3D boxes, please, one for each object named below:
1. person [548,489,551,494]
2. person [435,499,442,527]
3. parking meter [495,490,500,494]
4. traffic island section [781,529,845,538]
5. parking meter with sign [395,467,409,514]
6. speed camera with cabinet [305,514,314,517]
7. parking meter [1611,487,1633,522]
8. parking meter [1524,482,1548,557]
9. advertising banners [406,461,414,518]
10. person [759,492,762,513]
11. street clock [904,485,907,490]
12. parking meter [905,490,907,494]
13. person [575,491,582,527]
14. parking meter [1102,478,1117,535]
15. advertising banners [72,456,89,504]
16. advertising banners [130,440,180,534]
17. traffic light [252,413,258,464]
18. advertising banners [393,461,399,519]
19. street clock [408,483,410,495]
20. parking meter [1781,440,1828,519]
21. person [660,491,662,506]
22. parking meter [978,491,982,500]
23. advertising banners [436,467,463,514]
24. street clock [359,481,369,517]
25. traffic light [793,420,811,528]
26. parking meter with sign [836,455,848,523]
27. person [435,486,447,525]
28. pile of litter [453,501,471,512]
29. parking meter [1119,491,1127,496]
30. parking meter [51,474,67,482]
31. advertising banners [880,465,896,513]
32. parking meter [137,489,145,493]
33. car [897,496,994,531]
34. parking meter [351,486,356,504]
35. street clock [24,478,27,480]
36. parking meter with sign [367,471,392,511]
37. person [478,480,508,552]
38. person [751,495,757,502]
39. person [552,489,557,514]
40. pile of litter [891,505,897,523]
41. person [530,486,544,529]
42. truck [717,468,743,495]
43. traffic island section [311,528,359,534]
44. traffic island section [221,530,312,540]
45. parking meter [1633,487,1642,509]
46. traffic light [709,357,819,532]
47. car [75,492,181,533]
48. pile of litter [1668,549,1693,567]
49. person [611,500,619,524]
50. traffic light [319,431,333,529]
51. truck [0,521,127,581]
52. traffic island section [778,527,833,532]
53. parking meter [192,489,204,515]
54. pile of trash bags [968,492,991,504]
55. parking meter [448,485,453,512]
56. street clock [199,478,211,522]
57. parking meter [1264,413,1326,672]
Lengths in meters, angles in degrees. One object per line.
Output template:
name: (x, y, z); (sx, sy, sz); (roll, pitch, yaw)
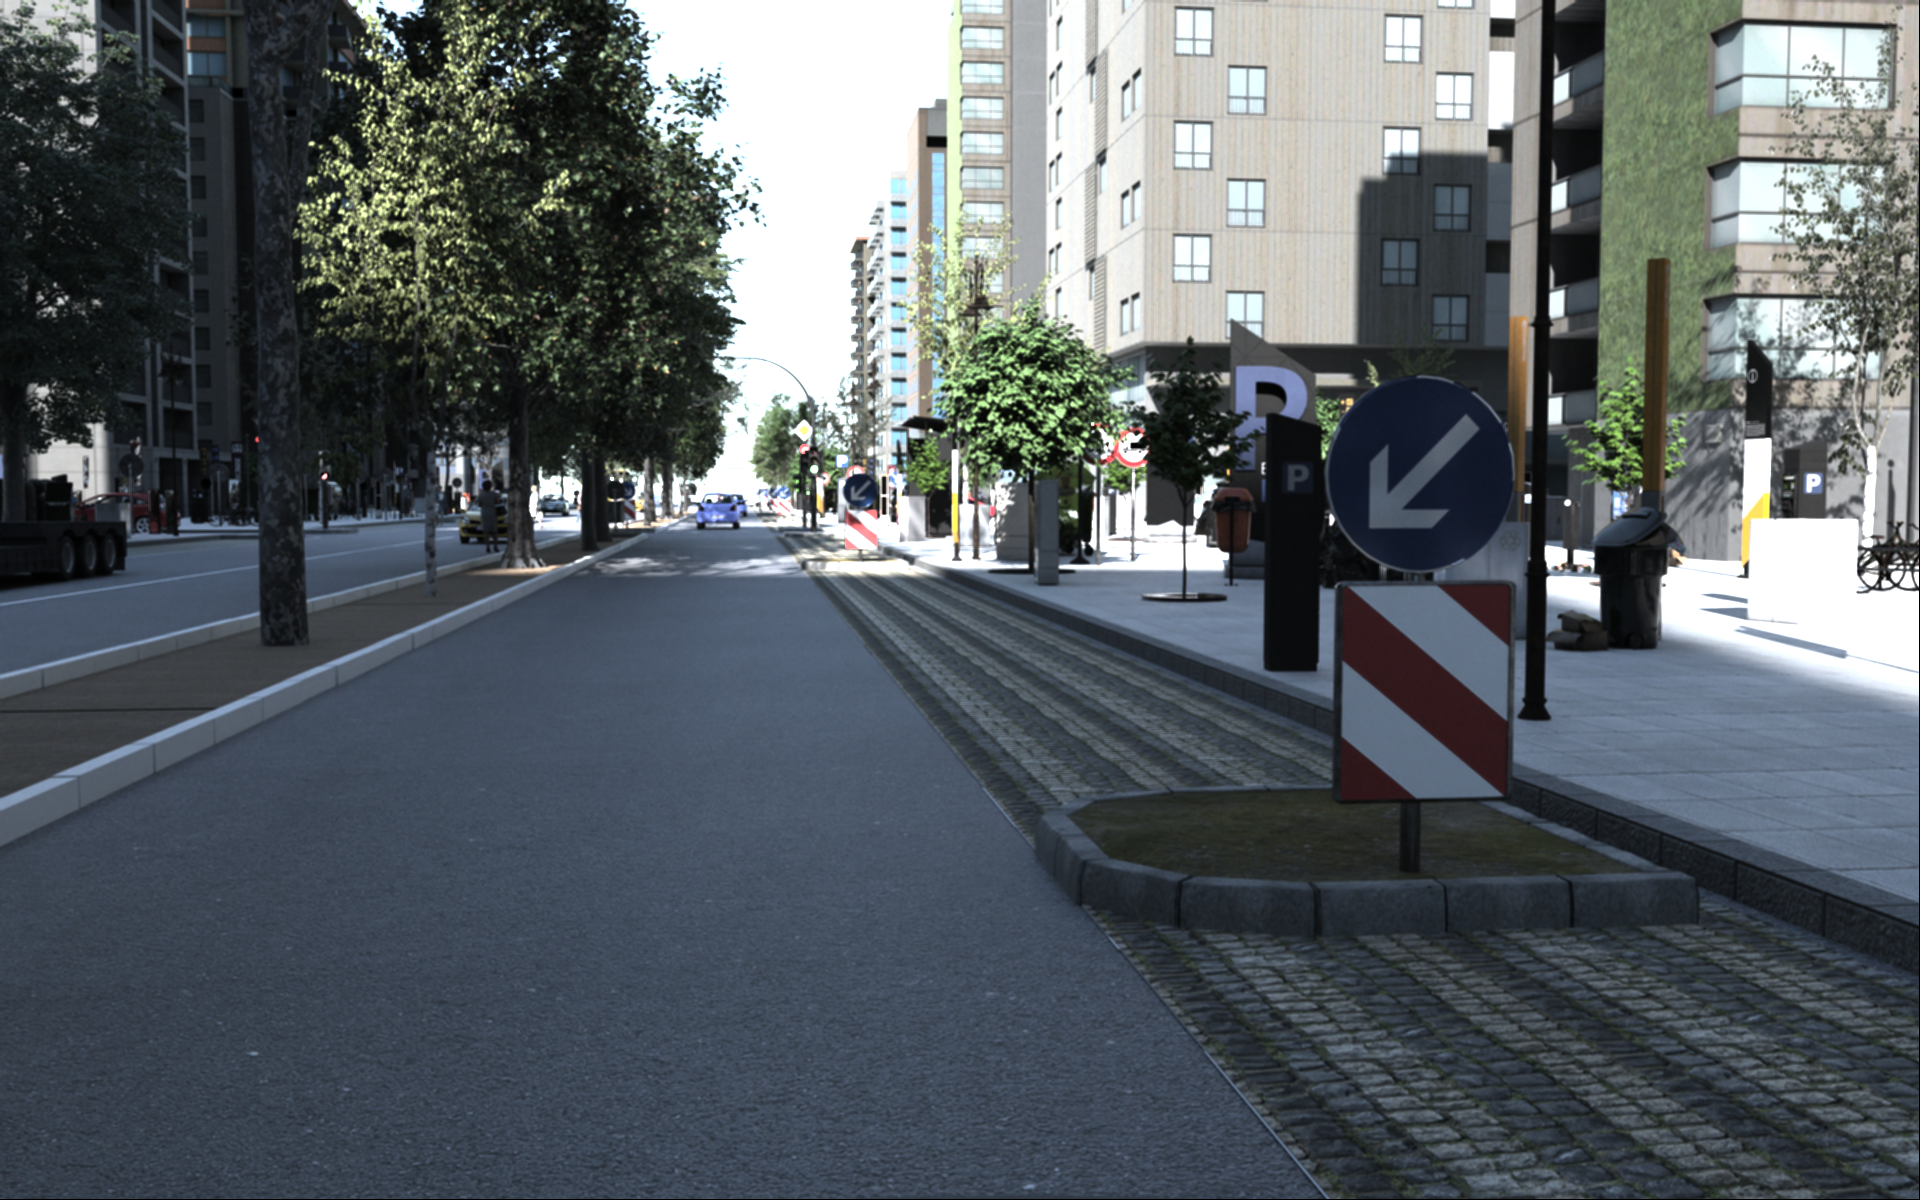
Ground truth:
person: (-30.752, -7.372, 129.306); (0.573, 1.790, 0.520); (-2, 4, -31)
person: (-23.046, -3.844, 76.358); (0.505, 1.210, 0.382); (1, 4, 12)
parking meter: (-32.614, -6.956, 122.136); (0.372, 1.533, 0.369); (0, 3, 0)
traffic island section: (-4.872, -2.181, 57.938); (2.009, 0.180, 2.903); (0, 4, -7)
parking meter with sign: (-35.748, -7.031, 111.224); (0.543, 3.016, 1.738); (-2, 4, -34)
speed camera with cabinet: (-37.004, -6.369, 98.469); (0.660, 3.252, 2.038); (-1, 4, -14)
parking meter: (12.324, -1.460, 32.277); (0.372, 1.533, 0.369); (0, 3, 0)
parking meter: (11.630, -1.639, 35.206); (0.372, 1.533, 0.369); (0, 3, 0)
advertising banners: (-29.453, -5.921, 93.003); (0.090, 3.025, 2.074); (-1, 4, -14)
person: (-14.580, -7.101, 126.412); (0.330, 1.601, 0.589); (0, 4, 2)
street clock: (-4.292, -8.227, 139.089); (0.358, 2.002, 0.471); (2, 4, 29)
parking meter: (-2.855, -5.152, 92.653); (0.372, 1.533, 0.369); (0, 3, 0)
person: (-16.499, -4.067, 75.592); (0.643, 1.750, 0.593); (3, 5, 42)
parking meter: (4.660, -2.953, 53.996); (0.399, 1.863, 0.255); (-1, 4, -16)
advertising banners: (-40.710, -5.126, 79.990); (2.074, 3.025, 0.090); (3, 4, 38)
advertising banners: (-25.930, -3.642, 55.732); (2.074, 3.025, 0.090); (2, 4, 24)
traffic light: (-22.282, -4.078, 55.595); (0.839, 4.253, 0.868); (0, 4, -7)
advertising banners: (-29.480, -5.755, 90.288); (0.090, 3.025, 2.074); (-1, 4, -16)
street clock: (-36.321, -6.675, 113.707); (0.358, 2.002, 0.471); (2, 4, 31)
parking meter: (9.157, -0.802, 18.817); (0.399, 1.863, 0.255); (-1, 4, -11)
person: (-36.095, -12.315, 209.944); (0.705, 1.812, 1.348); (1, 4, 8)
parking meter: (1.278, -6.616, 116.589); (0.372, 1.533, 0.369); (0, 3, 0)
advertising banners: (-32.850, -7.018, 110.930); (2.074, 3.025, 0.090); (-3, 5, -43)
street clock: (-32.645, -5.524, 94.894); (0.471, 2.002, 0.358); (1, 4, 19)
traffic light: (-5.924, -4.698, 65.740); (0.839, 4.253, 0.868); (0, 4, -7)
parking meter with sign: (-5.211, -4.909, 76.524); (0.543, 3.016, 1.738); (0, 4, -3)
person: (-23.877, -4.344, 79.551); (0.581, 1.822, 0.654); (-1, 4, -17)
pile of litter: (-35.981, -6.763, 124.540); (1.719, 0.858, 1.176); (0, 4, -2)
parking meter: (6.887, -3.948, 72.959); (0.372, 1.533, 0.369); (0, 3, 0)
parking meter: (-26.573, -2.777, 51.122); (0.255, 1.863, 0.399); (2, 4, 30)
advertising banners: (-4.859, -6.622, 104.455); (2.074, 3.025, 0.090); (-1, 4, -12)
parking meter: (-38.364, -4.447, 81.118); (0.372, 1.533, 0.369); (0, 3, 0)
car: (-0.058, -3.302, 63.020); (4.494, 1.783, 2.155); (0, 4, -8)
parking meter: (-41.305, -6.877, 118.142); (0.399, 1.863, 0.255); (3, 5, 40)
street clock: (-41.934, -4.468, 77.626); (0.358, 2.002, 0.471); (-2, 4, -34)
parking meter with sign: (-42.909, -8.059, 128.028); (1.738, 3.016, 0.543); (-1, 4, -16)
person: (-11.498, -2.067, 42.656); (0.716, 1.782, 0.532); (0, 4, -8)
person: (-34.172, -17.082, 287.744); (1.348, 1.831, 0.705); (2, 4, 31)
person: (-29.609, -7.229, 126.925); (0.641, 1.798, 0.478); (-1, 4, -16)
pile of litter: (-2.449, -3.874, 77.298); (1.176, 0.858, 1.719); (3, 4, 36)
person: (-17.251, -3.759, 70.315); (0.624, 1.780, 0.694); (2, 4, 25)
truck: (-25.254, -12.348, 190.795); (2.839, 4.237, 11.283); (-1, 4, -9)
traffic island section: (-23.334, -2.530, 63.646); (2.009, 0.180, 2.903); (0, 4, -7)
traffic island section: (-22.323, -2.045, 55.724); (2.009, 0.180, 2.903); (0, 4, -7)
parking meter: (13.213, -1.696, 33.446); (0.399, 1.863, 0.255); (2, 4, 23)
traffic light: (-6.977, -5.061, 57.414); (4.771, 5.953, 1.251); (0, 4, -7)
car: (-29.530, -3.125, 60.128); (4.494, 1.783, 2.155); (0, 4, -7)
pile of litter: (12.498, -1.044, 31.040); (1.719, 0.858, 1.176); (-1, 4, -22)
person: (-16.205, -4.419, 81.430); (0.731, 1.740, 0.598); (2, 4, 24)
traffic light: (-21.229, -5.452, 63.814); (4.771, 5.953, 1.251); (0, 4, -7)
truck: (-14.791, -1.955, 21.715); (2.967, 4.110, 18.799); (-1, 4, -9)
traffic island section: (-5.883, -2.665, 65.859); (2.009, 0.180, 2.903); (0, 4, -7)
parking meter: (-41.696, -5.271, 94.588); (0.372, 1.533, 0.369); (0, 3, 0)
pile of trash bags: (1.203, -5.081, 92.821); (1.912, 1.369, 3.447); (-3, 4, -38)
parking meter: (-33.843, -6.679, 114.908); (0.255, 1.863, 0.399); (0, 4, 1)
street clock: (-34.155, -4.517, 78.431); (0.471, 2.002, 0.358); (-3, 4, -37)
parking meter: (2.430, -0.420, 12.583); (0.399, 1.863, 0.255); (0, 4, -3)
